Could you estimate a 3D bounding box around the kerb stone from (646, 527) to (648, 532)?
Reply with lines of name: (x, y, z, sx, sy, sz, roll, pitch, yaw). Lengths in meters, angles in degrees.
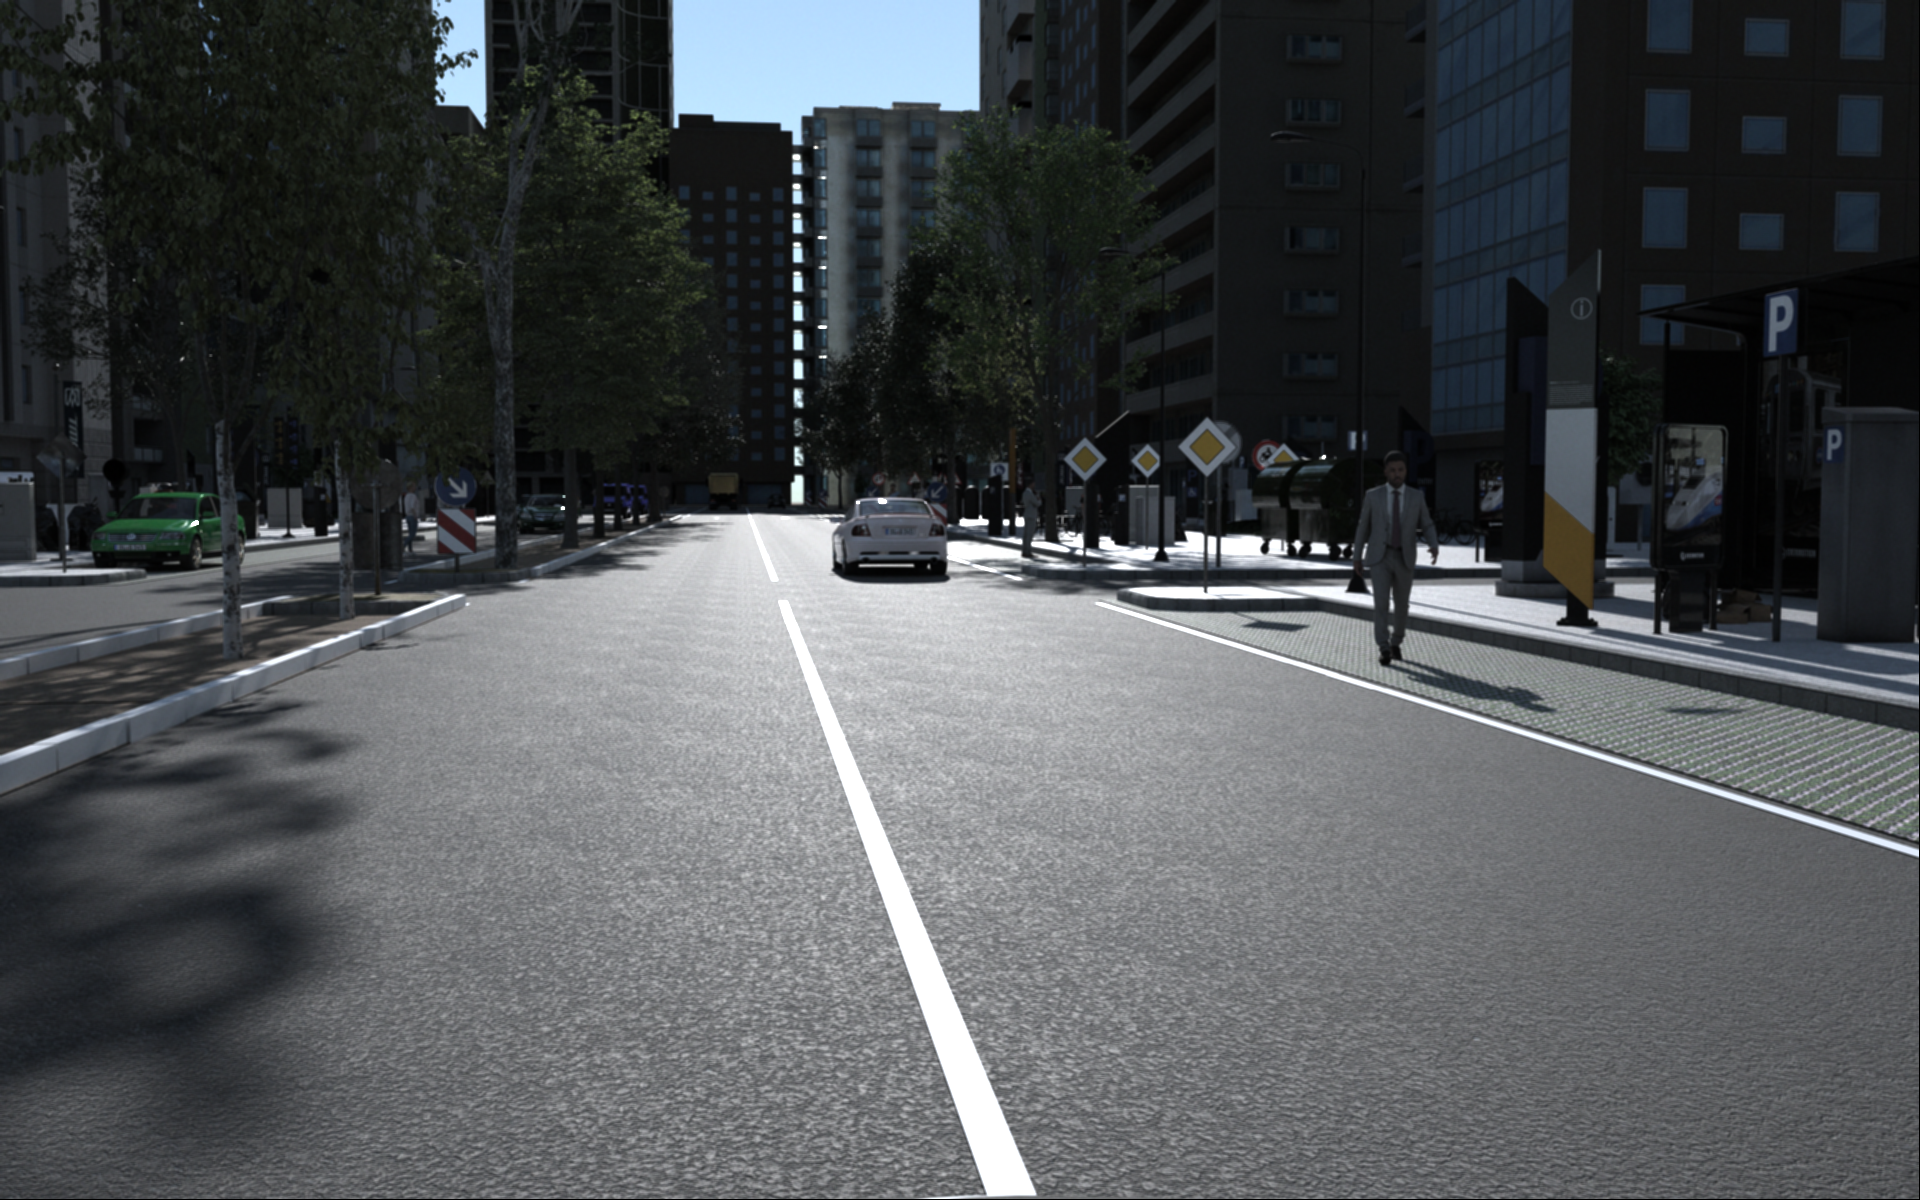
kerb stone: (-11.510, -2.484, 62.812, 0.120, 0.150, 1.000, 0, 4, -7)

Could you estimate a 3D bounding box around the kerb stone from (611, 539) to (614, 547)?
kerb stone: (-9.455, -1.488, 46.531, 0.120, 0.150, 1.000, 0, 4, -7)

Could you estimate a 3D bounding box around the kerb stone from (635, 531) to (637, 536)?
kerb stone: (-10.742, -2.112, 56.721, 0.120, 0.150, 1.000, 0, 4, -7)

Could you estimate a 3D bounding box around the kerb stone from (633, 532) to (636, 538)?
kerb stone: (-10.607, -2.049, 55.704, 0.120, 0.150, 1.000, 0, 4, -7)

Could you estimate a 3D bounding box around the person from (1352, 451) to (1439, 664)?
person: (3.678, -0.360, 14.666, 0.678, 1.792, 0.850, 0, 4, 8)

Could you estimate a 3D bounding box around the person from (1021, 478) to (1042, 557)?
person: (1.637, -1.860, 39.097, 0.466, 1.800, 0.511, -2, 4, -29)

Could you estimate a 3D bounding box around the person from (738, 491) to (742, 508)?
person: (-23.030, -10.442, 179.773, 0.990, 1.755, 0.434, 1, 4, 18)

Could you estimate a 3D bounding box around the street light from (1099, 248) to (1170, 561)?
street light: (3.315, -3.692, 32.903, 1.470, 5.913, 1.316, 0, 4, -7)

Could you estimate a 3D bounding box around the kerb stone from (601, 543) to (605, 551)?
kerb stone: (-9.070, -1.302, 43.479, 0.120, 0.150, 1.000, 0, 4, -7)

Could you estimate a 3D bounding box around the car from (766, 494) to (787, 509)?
car: (-17.994, -9.792, 169.882, 2.009, 1.686, 4.222, 0, 4, -7)

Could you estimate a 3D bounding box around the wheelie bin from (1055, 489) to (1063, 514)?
wheelie bin: (5.924, -5.929, 104.840, 0.693, 1.594, 0.980, 2, 4, 26)

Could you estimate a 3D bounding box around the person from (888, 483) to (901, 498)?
person: (-2.350, -3.203, 60.956, 0.616, 1.811, 0.778, 2, 4, 26)

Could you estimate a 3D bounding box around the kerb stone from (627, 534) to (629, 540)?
kerb stone: (-10.230, -1.863, 52.659, 0.120, 0.150, 1.000, 0, 4, -7)

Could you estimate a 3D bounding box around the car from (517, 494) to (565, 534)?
car: (-15.237, -3.200, 64.112, 2.131, 1.459, 4.920, -1, 4, -9)

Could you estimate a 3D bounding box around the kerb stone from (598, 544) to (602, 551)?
kerb stone: (-8.937, -1.239, 42.457, 0.120, 0.150, 1.000, 0, 4, -7)

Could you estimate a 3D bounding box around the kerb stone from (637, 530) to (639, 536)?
kerb stone: (-10.875, -2.174, 57.735, 0.120, 0.150, 1.000, 0, 4, -7)

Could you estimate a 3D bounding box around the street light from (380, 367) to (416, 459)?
street light: (-20.582, -5.554, 63.355, 1.470, 5.913, 1.316, 0, 4, -7)

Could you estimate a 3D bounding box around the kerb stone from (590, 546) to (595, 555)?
kerb stone: (-8.678, -1.115, 40.420, 0.120, 0.150, 1.000, 0, 4, -7)

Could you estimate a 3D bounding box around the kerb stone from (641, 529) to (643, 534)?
kerb stone: (-11.121, -2.296, 59.765, 0.120, 0.150, 1.000, 0, 4, -7)

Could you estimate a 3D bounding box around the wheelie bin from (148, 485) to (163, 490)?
wheelie bin: (-28.624, -3.279, 61.518, 0.693, 1.594, 0.980, 1, 4, 12)

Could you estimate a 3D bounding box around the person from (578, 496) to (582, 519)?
person: (-22.052, -5.357, 100.330, 0.306, 1.304, 0.590, 1, 4, 21)

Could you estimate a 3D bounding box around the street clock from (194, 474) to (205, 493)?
street clock: (-27.024, -3.486, 61.569, 0.358, 2.002, 0.471, -2, 4, -29)

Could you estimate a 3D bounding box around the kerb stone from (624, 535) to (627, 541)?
kerb stone: (-10.090, -1.799, 51.626, 0.120, 0.150, 1.000, 0, 4, -7)

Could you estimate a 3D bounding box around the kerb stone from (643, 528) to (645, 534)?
kerb stone: (-11.249, -2.359, 60.783, 0.120, 0.150, 1.000, 0, 4, -7)

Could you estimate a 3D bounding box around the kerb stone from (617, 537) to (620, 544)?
kerb stone: (-9.712, -1.613, 48.566, 0.120, 0.150, 1.000, 0, 4, -7)

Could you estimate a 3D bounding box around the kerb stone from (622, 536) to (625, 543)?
kerb stone: (-9.969, -1.738, 50.607, 0.120, 0.150, 1.000, 0, 4, -7)

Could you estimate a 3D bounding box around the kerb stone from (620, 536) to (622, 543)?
kerb stone: (-9.843, -1.674, 49.593, 0.120, 0.150, 1.000, 0, 4, -7)

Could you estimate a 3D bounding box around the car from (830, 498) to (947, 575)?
car: (-1.341, -1.208, 32.114, 2.083, 1.381, 4.827, 0, 4, -8)

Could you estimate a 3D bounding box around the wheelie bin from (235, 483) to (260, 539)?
wheelie bin: (-20.284, -2.526, 49.201, 0.693, 1.594, 0.980, -1, 4, -13)

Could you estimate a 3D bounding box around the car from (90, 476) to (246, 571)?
car: (-15.228, -1.509, 33.465, 1.959, 1.807, 4.718, 0, 4, -7)

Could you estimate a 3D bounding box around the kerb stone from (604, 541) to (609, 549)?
kerb stone: (-9.190, -1.364, 44.494, 0.120, 0.150, 1.000, 0, 4, -7)

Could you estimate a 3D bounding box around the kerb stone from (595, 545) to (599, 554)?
kerb stone: (-8.807, -1.177, 41.434, 0.120, 0.150, 1.000, 0, 4, -7)

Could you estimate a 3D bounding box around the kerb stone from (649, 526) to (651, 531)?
kerb stone: (-11.766, -2.609, 64.845, 0.120, 0.150, 1.000, 0, 4, -7)

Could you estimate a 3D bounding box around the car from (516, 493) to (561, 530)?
car: (-16.987, -3.649, 69.448, 2.009, 1.686, 4.222, -1, 4, -8)

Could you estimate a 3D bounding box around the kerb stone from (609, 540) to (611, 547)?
kerb stone: (-9.325, -1.423, 45.517, 0.120, 0.150, 1.000, 0, 4, -7)

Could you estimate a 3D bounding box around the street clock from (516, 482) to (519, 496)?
street clock: (-24.849, -5.631, 96.642, 0.471, 2.002, 0.358, -1, 4, -13)

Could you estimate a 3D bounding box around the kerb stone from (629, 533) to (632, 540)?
kerb stone: (-10.352, -1.925, 53.674, 0.120, 0.150, 1.000, 0, 4, -7)

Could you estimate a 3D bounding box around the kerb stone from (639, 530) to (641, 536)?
kerb stone: (-11.001, -2.236, 58.750, 0.120, 0.150, 1.000, 0, 4, -7)

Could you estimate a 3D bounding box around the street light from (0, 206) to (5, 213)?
street light: (-16.037, -3.385, 27.886, 1.470, 5.913, 1.316, 0, 4, -7)

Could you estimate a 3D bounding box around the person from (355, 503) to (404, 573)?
person: (-10.373, -1.377, 30.992, 0.713, 1.824, 0.794, 2, 4, 35)

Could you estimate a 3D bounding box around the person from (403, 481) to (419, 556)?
person: (-12.738, -1.887, 40.022, 0.731, 1.740, 0.598, 3, 5, 39)

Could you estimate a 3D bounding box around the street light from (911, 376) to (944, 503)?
street light: (-1.215, -5.849, 68.171, 1.470, 5.913, 1.316, 0, 4, -7)

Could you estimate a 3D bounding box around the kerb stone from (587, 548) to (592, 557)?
kerb stone: (-8.545, -1.053, 39.406, 0.120, 0.150, 1.000, 0, 4, -7)

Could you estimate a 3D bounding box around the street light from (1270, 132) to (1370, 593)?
street light: (4.669, -3.053, 22.453, 1.470, 5.913, 1.316, 0, 4, -7)

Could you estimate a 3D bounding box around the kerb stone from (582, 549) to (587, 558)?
kerb stone: (-8.421, -0.989, 38.392, 0.120, 0.150, 1.000, 0, 4, -7)

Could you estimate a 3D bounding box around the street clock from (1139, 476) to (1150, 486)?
street clock: (7.328, -3.952, 69.189, 0.358, 2.002, 0.471, -3, 4, -37)

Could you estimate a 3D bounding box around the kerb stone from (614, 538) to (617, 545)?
kerb stone: (-9.587, -1.551, 47.552, 0.120, 0.150, 1.000, 0, 4, -7)

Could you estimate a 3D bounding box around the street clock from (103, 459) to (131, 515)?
street clock: (-17.371, -1.905, 35.720, 0.471, 2.002, 0.358, 0, 4, -2)

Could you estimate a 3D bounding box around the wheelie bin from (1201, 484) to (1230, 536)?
wheelie bin: (7.901, -2.791, 53.540, 0.693, 1.594, 0.980, -2, 4, -27)

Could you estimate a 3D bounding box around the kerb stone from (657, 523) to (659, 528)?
kerb stone: (-12.535, -2.979, 70.947, 0.120, 0.150, 1.000, 0, 4, -7)

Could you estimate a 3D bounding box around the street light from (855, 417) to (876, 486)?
street light: (-5.621, -8.034, 103.890, 1.470, 5.913, 1.316, 0, 4, -7)

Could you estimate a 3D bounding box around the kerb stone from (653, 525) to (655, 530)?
kerb stone: (-12.145, -2.795, 67.899, 0.120, 0.150, 1.000, 0, 4, -7)

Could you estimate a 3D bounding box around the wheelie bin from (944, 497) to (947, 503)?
wheelie bin: (-0.593, -5.091, 91.139, 0.980, 1.594, 0.693, -1, 4, -16)
